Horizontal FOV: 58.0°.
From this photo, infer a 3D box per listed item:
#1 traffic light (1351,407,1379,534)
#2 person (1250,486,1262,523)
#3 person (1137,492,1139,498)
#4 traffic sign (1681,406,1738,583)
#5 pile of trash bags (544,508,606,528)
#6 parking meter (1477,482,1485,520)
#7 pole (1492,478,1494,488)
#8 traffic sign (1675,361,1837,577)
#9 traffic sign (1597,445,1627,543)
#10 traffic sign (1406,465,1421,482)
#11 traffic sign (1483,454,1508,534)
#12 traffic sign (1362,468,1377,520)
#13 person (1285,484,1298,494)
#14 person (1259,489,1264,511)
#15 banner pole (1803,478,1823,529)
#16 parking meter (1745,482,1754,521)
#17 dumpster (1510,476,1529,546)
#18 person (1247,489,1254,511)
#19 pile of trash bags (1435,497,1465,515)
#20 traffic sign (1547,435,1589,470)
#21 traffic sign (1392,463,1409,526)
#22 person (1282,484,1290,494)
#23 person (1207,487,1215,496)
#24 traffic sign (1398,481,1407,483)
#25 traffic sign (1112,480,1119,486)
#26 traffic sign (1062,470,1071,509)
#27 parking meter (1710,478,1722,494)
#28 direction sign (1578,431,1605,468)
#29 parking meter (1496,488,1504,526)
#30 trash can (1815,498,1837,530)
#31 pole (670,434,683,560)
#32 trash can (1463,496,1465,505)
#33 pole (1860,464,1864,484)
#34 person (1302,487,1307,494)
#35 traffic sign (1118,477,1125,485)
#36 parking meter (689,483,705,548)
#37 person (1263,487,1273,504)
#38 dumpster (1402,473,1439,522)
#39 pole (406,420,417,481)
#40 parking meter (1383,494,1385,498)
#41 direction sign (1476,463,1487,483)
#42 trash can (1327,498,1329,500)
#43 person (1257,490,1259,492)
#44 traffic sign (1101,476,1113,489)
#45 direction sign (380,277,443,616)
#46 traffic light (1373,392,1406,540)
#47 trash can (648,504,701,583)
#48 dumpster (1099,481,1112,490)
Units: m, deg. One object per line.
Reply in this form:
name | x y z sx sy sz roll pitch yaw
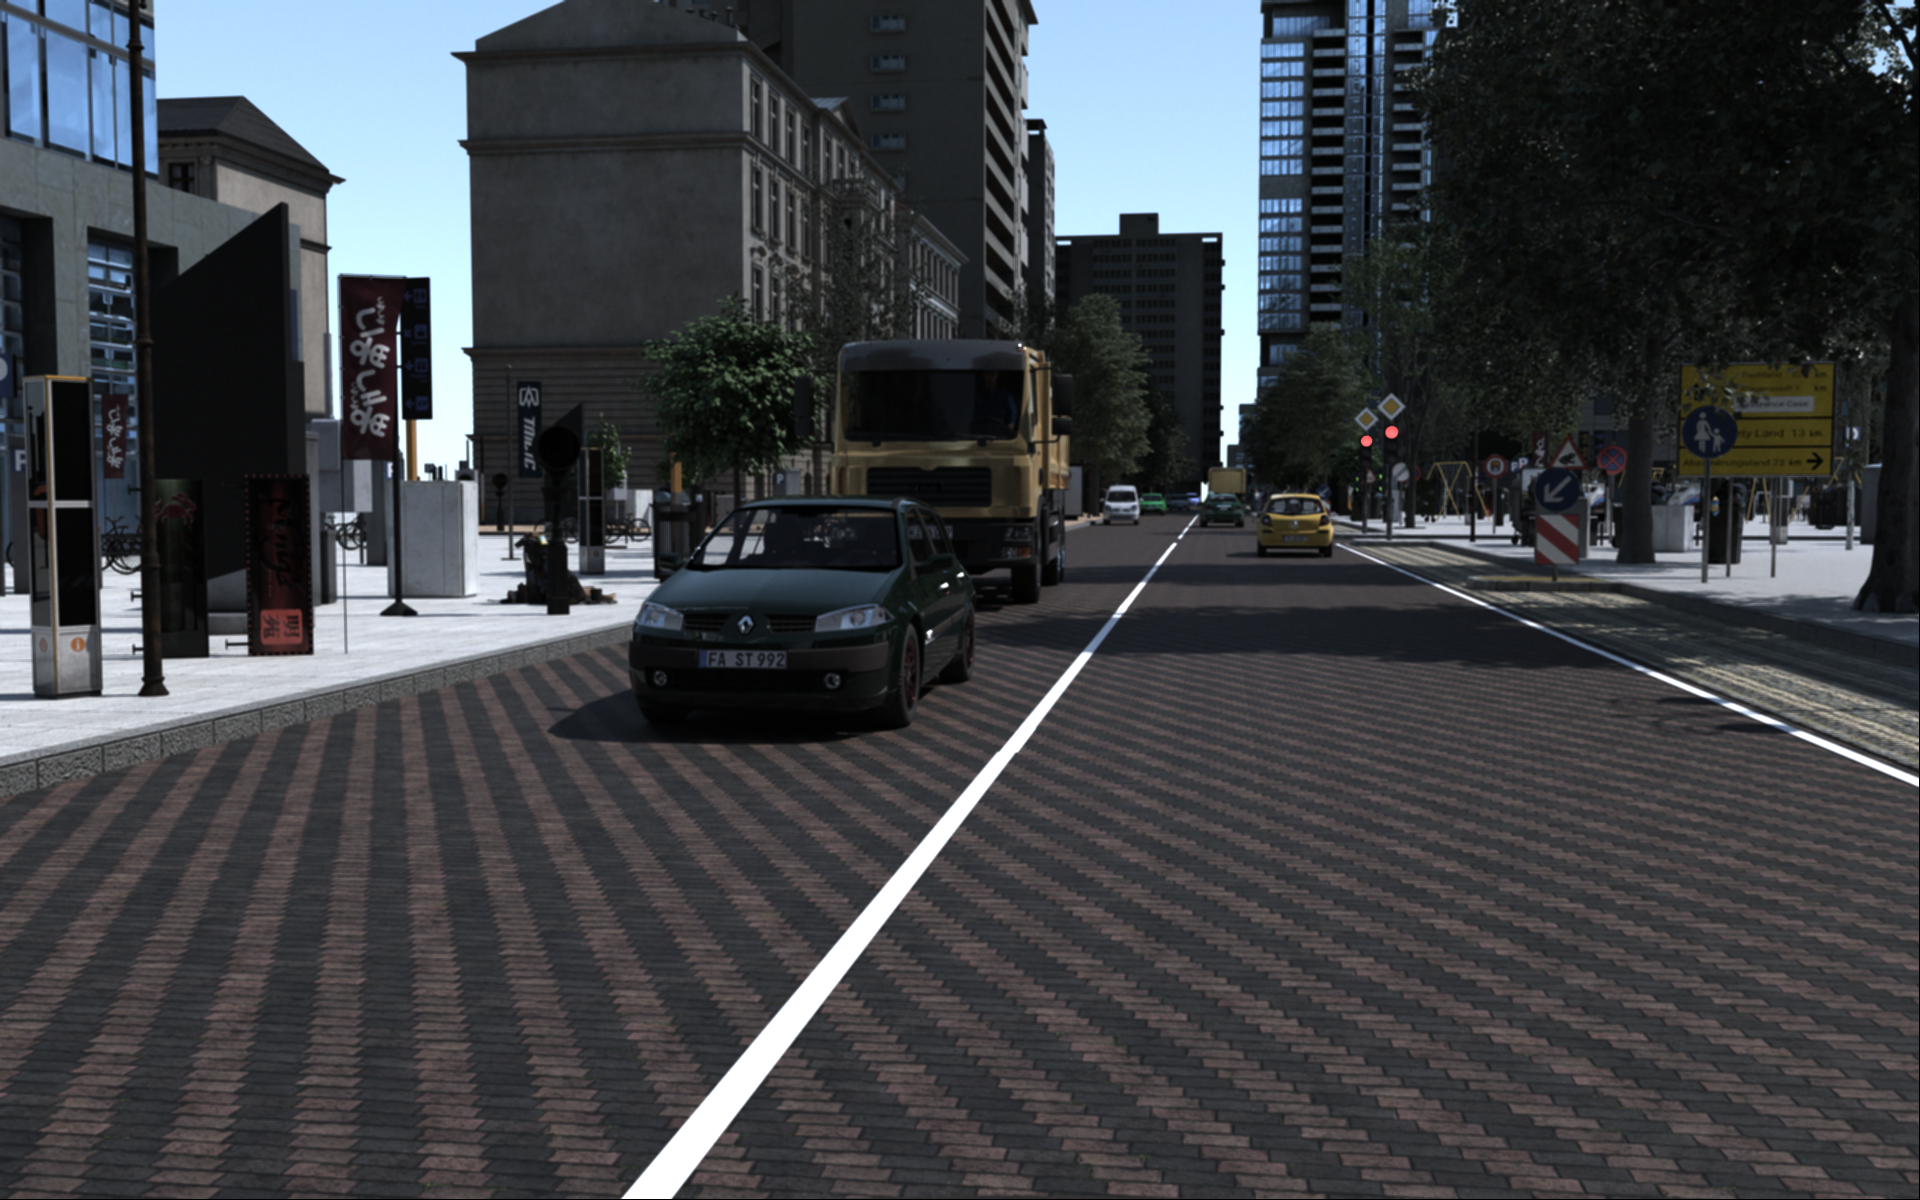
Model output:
traffic light | 13.060 -4.095 55.875 0.839 4.253 0.868 1 4 8
person | 14.895 -4.811 87.191 0.581 1.822 0.654 1 4 11
person | 21.934 -12.462 212.966 1.217 1.736 0.721 -1 4 -18
traffic sign | 10.769 -1.521 24.974 0.768 2.556 0.104 1 4 9
pile of trash bags | -15.042 -3.462 66.364 1.912 1.369 3.447 -3 4 -39
parking meter | 26.246 -4.987 87.250 0.255 1.863 0.399 3 4 37
pole | 35.616 -7.446 115.586 0.158 3.312 0.155 0 3 0
traffic sign | 12.227 -2.007 26.680 2.265 3.308 0.079 1 4 13
traffic sign | 16.935 -2.747 45.012 0.768 2.556 0.104 1 4 14
traffic sign | 19.352 -4.532 74.209 0.768 2.556 0.104 1 4 11
traffic sign | 17.232 -3.406 55.798 0.768 2.556 0.104 1 4 16
traffic sign | 20.360 -5.265 86.087 0.884 2.594 0.081 1 4 16
person | 12.711 -3.520 66.149 0.694 1.812 0.767 1 4 16
person | 26.040 -8.669 150.110 0.599 1.838 0.709 2 4 32
banner pole | 31.769 -4.545 64.334 0.863 3.779 0.401 1 4 14
parking meter | 38.008 -4.750 83.372 0.255 1.863 0.399 0 4 1
dumpster | 14.537 -2.296 43.296 1.264 1.857 1.865 1 4 8
person | 25.007 -8.582 148.439 0.705 1.869 1.348 3 4 38
pile of trash bags | 29.397 -5.855 105.480 1.912 1.369 3.447 3 5 44
traffic sign | 13.330 -2.325 38.017 0.884 2.594 0.081 1 4 16
traffic sign | 17.867 -4.285 70.160 0.768 2.556 0.104 1 4 14
person | 13.588 -3.940 72.768 0.795 1.843 0.661 1 4 21
person | 14.821 -5.749 102.355 0.638 1.841 0.748 -1 4 -18
traffic sign | 20.728 -5.026 82.184 0.884 2.594 0.081 1 4 13
traffic sign | 11.133 -7.649 125.063 0.884 2.594 0.081 1 4 10
traffic sign | 4.816 -4.949 81.028 0.768 2.556 0.104 1 4 11
parking meter | 19.492 -2.384 44.682 0.255 1.863 0.399 3 5 44
direction sign | 22.644 -4.293 62.191 0.876 3.537 0.379 2 4 29
parking meter | 21.603 -3.731 69.420 0.372 1.533 0.369 0 3 0
trash can | 31.277 -3.116 62.594 0.748 1.137 0.748 0 3 0
pole | -5.292 -2.351 32.282 0.158 3.312 0.155 0 3 0
trash can | 33.436 -6.249 113.828 0.748 1.137 0.748 0 3 0
pole | 56.551 -7.023 108.674 0.158 3.312 0.155 0 3 0
person | 19.731 -5.557 99.129 0.755 1.850 0.659 1 4 19
traffic sign | 12.093 -8.002 130.938 0.768 2.556 0.104 1 4 9
parking meter | -6.306 -2.030 41.605 0.372 1.533 0.369 0 3 0
person | 20.343 -6.510 114.304 0.648 1.900 0.474 -2 4 -35
dumpster | 20.968 -4.680 79.005 1.502 2.255 1.985 1 4 8
pole | -11.353 -2.571 35.886 0.158 3.312 0.155 0 3 0
parking meter | 23.654 -5.516 95.900 0.399 1.863 0.255 -1 4 -22
direction sign | 37.620 -8.139 125.068 0.876 3.537 0.379 1 4 17
trash can | 26.370 -6.948 125.252 0.748 1.137 0.748 0 3 0
person | 26.168 -8.794 152.288 0.705 1.822 1.348 1 4 19
traffic sign | 10.274 -7.418 121.283 0.884 2.594 0.081 1 4 12
direction sign | -5.955 -1.607 18.275 0.876 3.537 0.379 1 4 15
traffic light | 11.897 -3.612 47.975 0.839 4.253 0.868 1 4 8
trash can | -4.136 -0.824 25.129 0.748 1.137 0.748 0 3 0
dumpster | 10.357 -7.403 123.527 1.502 2.255 1.985 1 4 8
